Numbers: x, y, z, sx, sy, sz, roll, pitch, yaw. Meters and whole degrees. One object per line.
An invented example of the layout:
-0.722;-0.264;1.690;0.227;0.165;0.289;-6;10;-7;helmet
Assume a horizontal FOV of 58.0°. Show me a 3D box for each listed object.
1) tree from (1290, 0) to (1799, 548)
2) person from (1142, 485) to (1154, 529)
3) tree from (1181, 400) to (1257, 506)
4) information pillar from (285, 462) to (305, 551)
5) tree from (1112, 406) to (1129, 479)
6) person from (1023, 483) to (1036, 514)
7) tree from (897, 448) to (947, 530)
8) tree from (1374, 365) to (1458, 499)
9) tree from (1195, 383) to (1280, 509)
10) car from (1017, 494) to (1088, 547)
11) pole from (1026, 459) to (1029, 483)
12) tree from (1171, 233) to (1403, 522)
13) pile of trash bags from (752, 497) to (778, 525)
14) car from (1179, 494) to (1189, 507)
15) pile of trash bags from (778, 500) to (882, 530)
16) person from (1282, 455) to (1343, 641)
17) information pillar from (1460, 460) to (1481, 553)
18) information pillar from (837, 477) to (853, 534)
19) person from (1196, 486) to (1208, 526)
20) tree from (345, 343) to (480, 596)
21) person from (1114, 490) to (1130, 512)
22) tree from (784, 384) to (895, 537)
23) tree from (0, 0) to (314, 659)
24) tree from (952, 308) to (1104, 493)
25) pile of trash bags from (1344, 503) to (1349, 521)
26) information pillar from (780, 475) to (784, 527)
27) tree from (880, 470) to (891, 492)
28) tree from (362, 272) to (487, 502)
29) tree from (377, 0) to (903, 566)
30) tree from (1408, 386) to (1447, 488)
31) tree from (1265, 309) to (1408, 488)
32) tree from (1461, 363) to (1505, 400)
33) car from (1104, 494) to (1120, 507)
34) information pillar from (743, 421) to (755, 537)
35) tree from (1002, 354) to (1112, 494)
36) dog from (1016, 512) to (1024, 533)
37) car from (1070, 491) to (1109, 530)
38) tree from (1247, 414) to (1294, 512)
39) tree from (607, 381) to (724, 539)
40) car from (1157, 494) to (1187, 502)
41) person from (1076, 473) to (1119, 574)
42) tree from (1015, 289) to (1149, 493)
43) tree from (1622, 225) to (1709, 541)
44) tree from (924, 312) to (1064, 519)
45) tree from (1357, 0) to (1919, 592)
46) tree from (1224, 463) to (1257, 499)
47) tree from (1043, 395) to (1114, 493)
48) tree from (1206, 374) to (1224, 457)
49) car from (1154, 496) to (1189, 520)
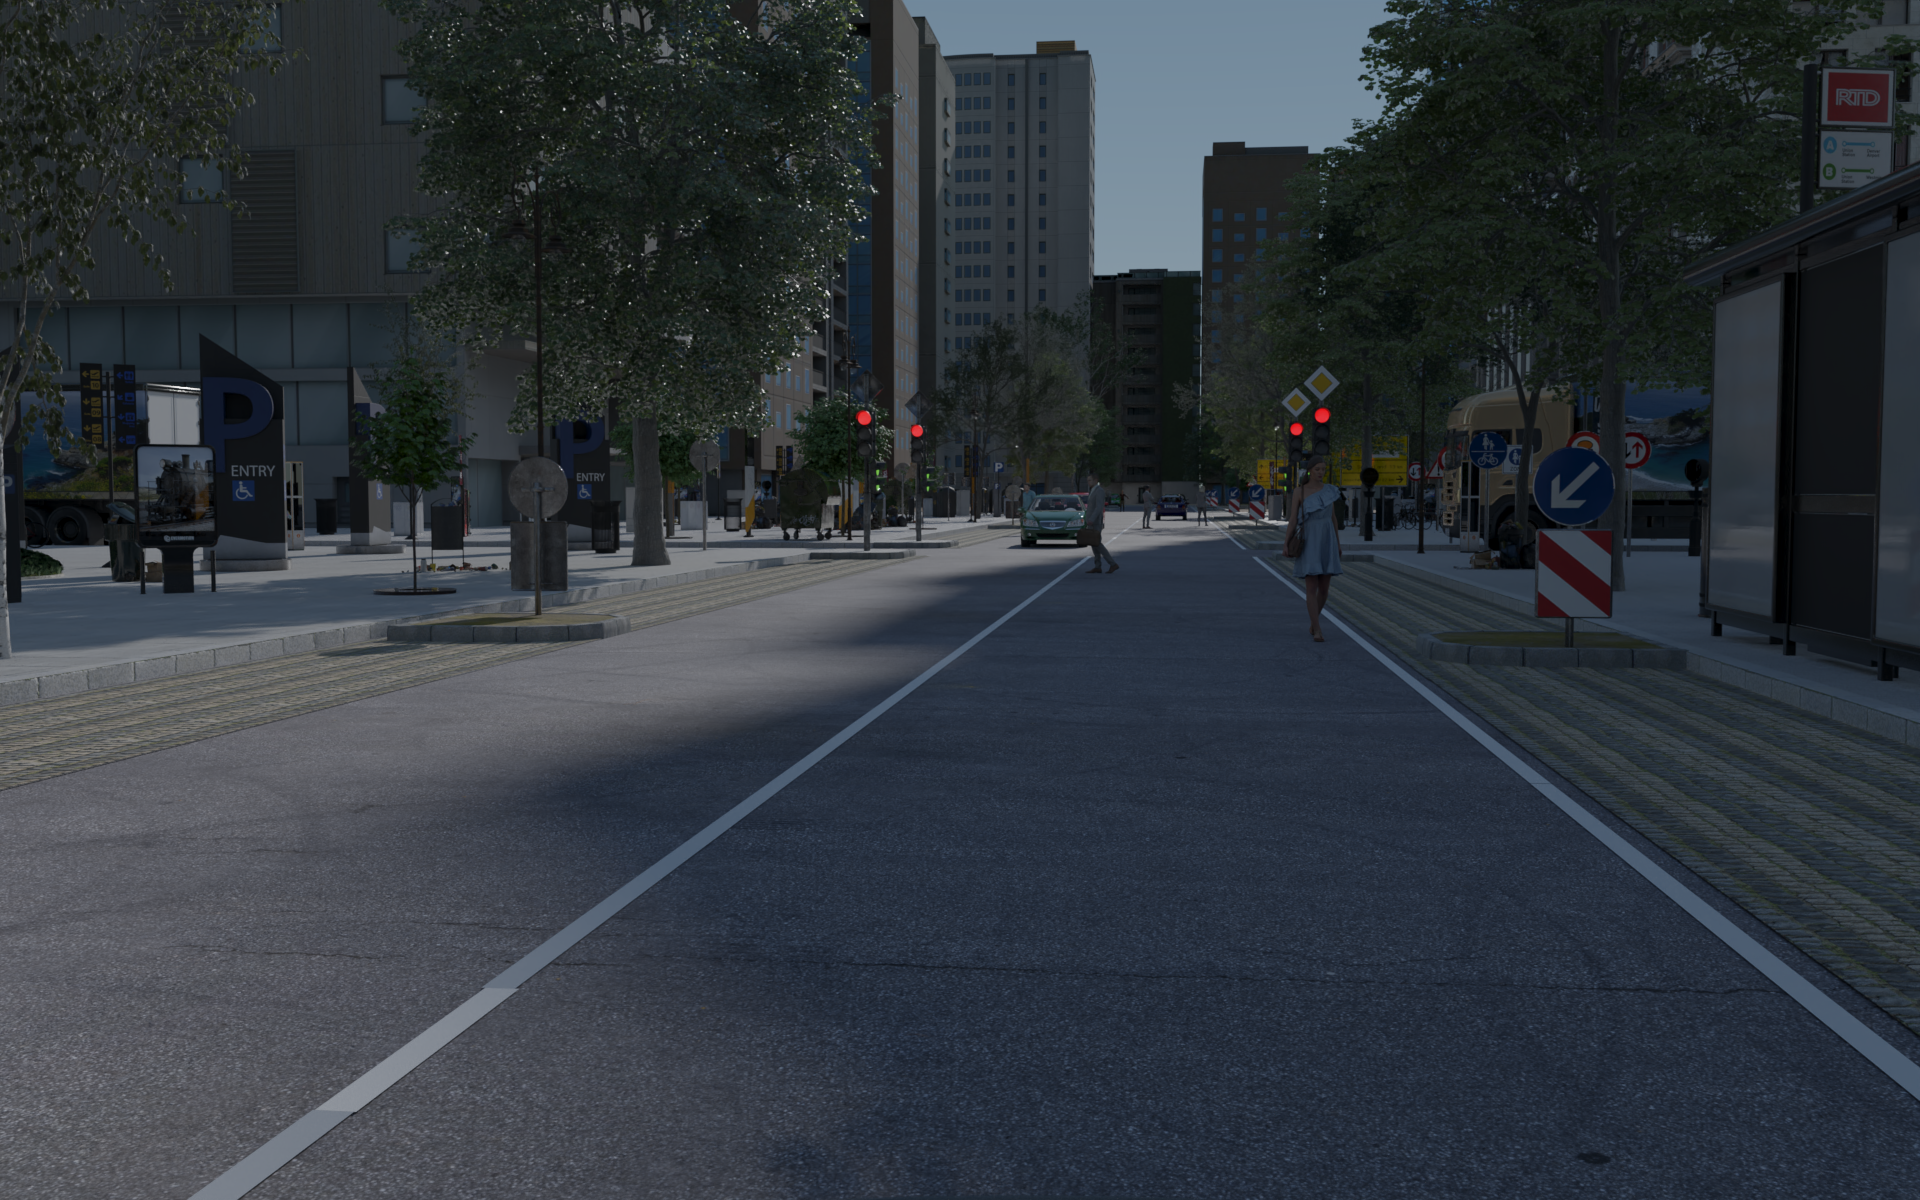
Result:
10.217;-5.929;31.349;8.767;10.594;7.601;1;4;12;tree
7.820;-3.860;71.794;0.466;1.800;0.511;-3;5;-44;person
28.617;-16.610;188.585;9.611;12.733;9.660;0;3;0;tree
-15.115;-2.130;39.311;0.304;2.012;0.304;3;4;36;information pillar
15.600;-17.178;198.983;7.486;12.596;7.792;0;3;0;tree
2.466;-3.158;60.156;0.660;1.820;0.620;3;5;39;person
-1.302;-4.151;62.473;1.663;3.219;1.824;0;3;0;tree
23.988;-8.752;93.452;4.360;8.622;3.978;0;3;0;tree
24.585;-13.900;153.015;9.928;11.665;9.643;0;3;0;tree
2.707;-2.229;48.242;2.131;1.459;4.920;0;4;6;car
3.904;-6.474;99.688;0.158;3.312;0.155;0;3;0;pole
15.495;-10.432;80.927;12.009;13.543;11.850;0;3;0;tree
-7.269;-3.866;72.969;1.912;1.369;3.447;2;4;27;pile of trash bags
18.100;-8.243;144.561;2.009;1.686;4.222;0;4;6;car
-4.464;-3.215;62.321;3.447;1.369;1.912;2;4;27;pile of trash bags
3.469;-0.519;17.077;0.616;1.811;0.778;0;4;2;person
11.124;-2.035;37.761;0.304;2.012;0.304;-1;4;-22;information pillar
-3.722;-3.967;56.222;0.504;3.616;0.183;-2;4;-34;information pillar
10.811;-4.209;77.495;0.537;1.800;0.526;3;4;37;person
-6.955;-1.700;22.394;1.663;3.219;1.824;0;3;0;tree
12.890;-7.873;137.739;1.217;1.766;0.721;1;4;16;person
-3.596;-4.171;51.917;4.285;4.588;4.351;0;3;0;tree
-7.275;-3.853;13.352;4.360;8.622;3.978;0;3;0;tree
4.303;-12.488;114.547;12.009;13.543;11.850;0;3;0;tree
18.305;-4.557;84.257;3.447;1.369;1.912;-2;4;-30;pile of trash bags
-6.602;-3.736;65.572;0.304;2.012;0.304;2;4;27;information pillar
-5.275;-7.410;115.750;1.663;3.219;1.824;0;3;0;tree
-18.104;-6.593;58.162;4.360;8.622;3.978;0;3;0;tree
-5.580;-7.591;30.766;9.857;13.997;8.962;0;3;0;tree
29.130;-9.781;110.280;4.737;8.622;4.395;0;3;0;tree
13.508;-6.952;64.032;4.737;8.622;4.395;0;3;0;tree
29.441;-9.000;97.516;4.360;8.622;3.978;0;3;0;tree
16.901;-11.176;191.529;1.959;1.807;4.718;0;4;7;car
-6.249;-3.673;51.409;0.183;3.616;0.504;1;4;18;information pillar
7.328;-13.418;137.505;7.486;12.596;7.792;0;3;0;tree
2.489;-2.880;63.922;0.513;0.831;0.800;-3;4;-36;dog
4.963;-3.751;70.370;2.155;1.783;4.494;0;4;6;car
21.948;-10.570;123.175;4.360;8.622;3.978;0;3;0;tree
-8.484;-4.057;50.046;4.285;4.588;4.351;0;3;0;tree
14.246;-6.524;116.451;2.009;1.686;4.222;1;4;8;car
2.444;-1.387;31.304;0.853;1.813;0.709;-1;4;-15;person
11.642;-18.468;157.839;12.611;20.169;13.585;0;3;0;tree
19.111;-5.923;47.197;4.360;8.622;3.978;0;3;0;tree
1.211;-9.426;88.535;7.601;10.594;8.767;2;4;28;tree
8.469;-6.418;23.059;7.486;12.596;7.792;0;3;0;tree
27.902;-11.517;172.014;4.285;4.588;4.351;0;3;0;tree
12.342;-15.631;181.324;9.928;11.665;9.643;0;3;0;tree
12.360;-8.203;52.252;7.486;12.596;7.792;0;3;0;tree
11.678;-5.080;95.637;1.945;1.354;3.894;0;4;7;car
